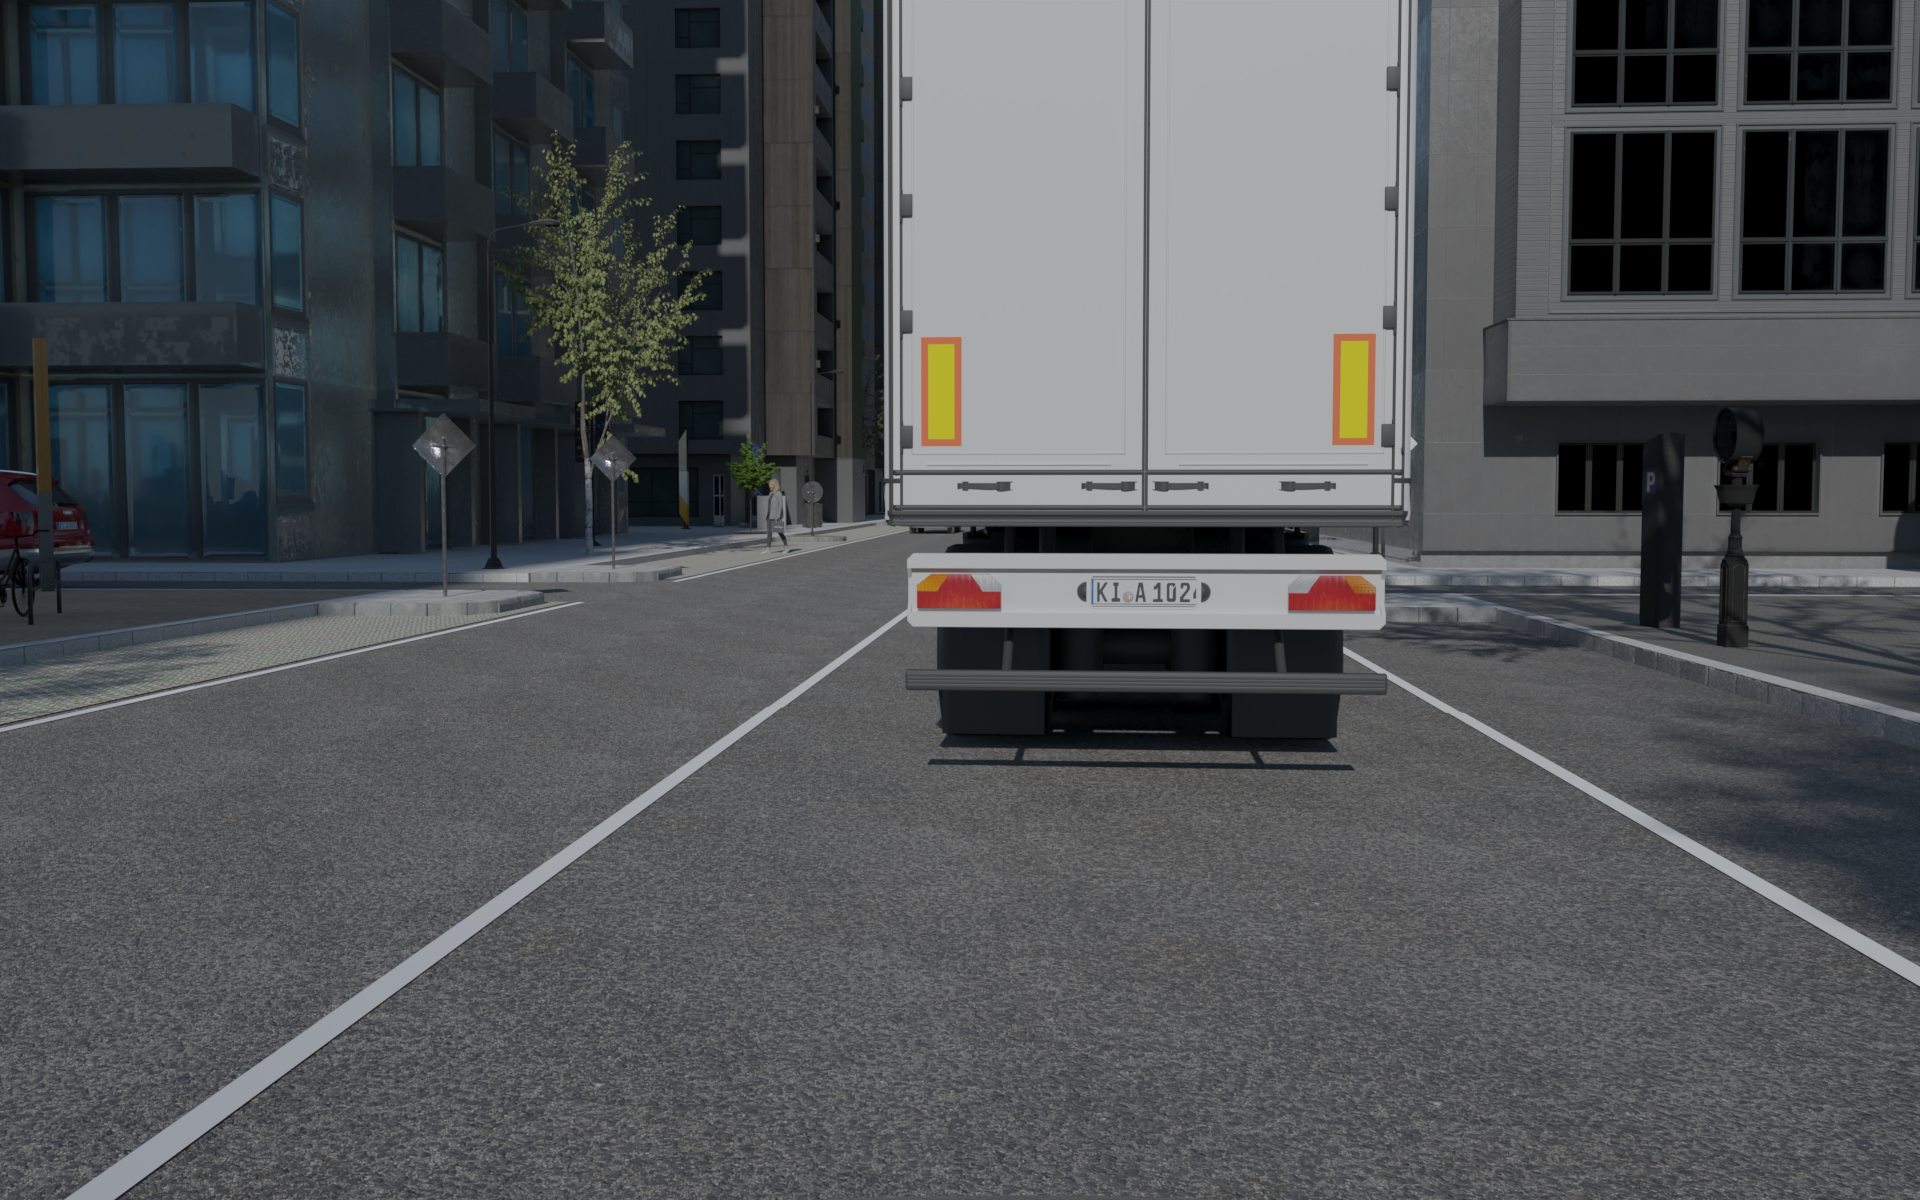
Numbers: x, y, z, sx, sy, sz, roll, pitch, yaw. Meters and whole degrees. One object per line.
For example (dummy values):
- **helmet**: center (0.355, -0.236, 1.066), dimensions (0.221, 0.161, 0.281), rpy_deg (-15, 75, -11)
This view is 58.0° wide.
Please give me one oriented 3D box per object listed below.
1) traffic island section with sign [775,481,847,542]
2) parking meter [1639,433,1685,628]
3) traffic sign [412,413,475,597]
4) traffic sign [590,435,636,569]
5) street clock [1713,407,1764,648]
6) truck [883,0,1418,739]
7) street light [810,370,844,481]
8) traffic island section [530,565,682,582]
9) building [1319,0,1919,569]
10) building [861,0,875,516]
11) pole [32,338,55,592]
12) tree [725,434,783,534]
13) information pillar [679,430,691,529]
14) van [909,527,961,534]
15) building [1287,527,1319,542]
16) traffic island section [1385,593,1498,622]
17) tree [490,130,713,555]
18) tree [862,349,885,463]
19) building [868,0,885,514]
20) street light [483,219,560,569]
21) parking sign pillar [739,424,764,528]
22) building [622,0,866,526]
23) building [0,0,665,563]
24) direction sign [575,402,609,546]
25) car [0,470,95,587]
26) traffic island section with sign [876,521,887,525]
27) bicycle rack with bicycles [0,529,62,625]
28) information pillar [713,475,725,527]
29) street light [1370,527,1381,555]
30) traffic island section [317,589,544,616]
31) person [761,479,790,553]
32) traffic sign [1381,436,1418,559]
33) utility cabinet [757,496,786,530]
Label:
- **traffic island section with sign**: center (-4.483, -2.682, 52.473), dimensions (1.989, 1.847, 2.006), rpy_deg (0, 4, 4)
- **parking meter**: center (6.778, -0.674, 16.733), dimensions (0.255, 1.863, 0.399), rpy_deg (0, 4, -5)
- **traffic sign**: center (-6.429, -1.097, 21.582), dimensions (0.795, 2.450, 0.064), rpy_deg (0, 4, 4)
- **traffic sign**: center (-5.919, -1.585, 29.551), dimensions (0.795, 2.450, 0.064), rpy_deg (0, 4, 4)
- **street clock**: center (6.495, -0.608, 14.505), dimensions (0.358, 2.002, 0.471), rpy_deg (0, 3, 0)
- **truck**: center (1.349, -1.504, 13.510), dimensions (2.839, 4.237, 11.283), rpy_deg (0, 4, 5)
- **street light**: center (-5.054, -5.657, 65.034), dimensions (1.470, 5.913, 1.316), rpy_deg (0, 4, 4)
- **traffic island section**: center (-5.943, -0.449, 29.614), dimensions (2.009, 0.180, 2.903), rpy_deg (0, 4, 4)
- **building**: center (23.227, -13.129, 33.731), dimensions (30.058, 24.678, 14.314), rpy_deg (0, 4, 4)
- **building**: center (-12.444, -27.272, 96.013), dimensions (14.600, 45.320, 14.200), rpy_deg (0, 4, 4)
- **pole**: center (-12.050, -1.769, 22.772), dimensions (0.158, 3.312, 0.155), rpy_deg (0, 3, 0)
- **tree**: center (-6.826, -3.735, 55.661), dimensions (1.663, 3.219, 1.824), rpy_deg (0, 3, 0)
- **information pillar**: center (-10.050, -4.387, 63.082), dimensions (0.504, 3.616, 0.183), rpy_deg (3, 5, 45)
- **van**: center (-0.899, -3.481, 63.924), dimensions (2.013, 2.044, 4.112), rpy_deg (0, 4, 5)
- **building**: center (19.712, -15.753, 62.081), dimensions (19.350, 26.468, 34.151), rpy_deg (0, 4, 4)
- **traffic island section**: center (5.115, 0.084, 20.903), dimensions (2.009, 0.180, 2.903), rpy_deg (0, 4, 4)
- **tree**: center (-7.515, -5.237, 35.985), dimensions (4.737, 8.622, 4.395), rpy_deg (0, 3, 0)
- **tree**: center (-5.113, -8.284, 85.800), dimensions (4.360, 8.622, 3.978), rpy_deg (0, 3, 0)
- **building**: center (-10.486, -26.188, 111.771), dimensions (14.154, 41.232, 14.086), rpy_deg (0, 4, 4)
- **street light**: center (-7.450, -3.482, 29.466), dimensions (1.470, 5.913, 1.316), rpy_deg (0, 4, 4)
- **parking sign pillar**: center (-7.774, -4.766, 66.400), dimensions (1.447, 3.967, 1.447), rpy_deg (-1, 4, -10)
- **building**: center (-11.906, -18.506, 74.275), dimensions (14.160, 30.474, 14.107), rpy_deg (0, 4, 4)
- **building**: center (-21.411, -25.958, 44.027), dimensions (23.786, 49.044, 30.456), rpy_deg (0, 4, 4)
- **direction sign**: center (-9.057, -3.101, 42.699), dimensions (0.876, 3.537, 0.379), rpy_deg (-2, 4, -35)
- **car**: center (-15.744, -1.043, 25.721), dimensions (5.304, 1.827, 2.281), rpy_deg (0, 4, 2)
- **traffic island section with sign**: center (-2.769, -4.327, 79.374), dimensions (1.989, 1.847, 2.006), rpy_deg (0, 4, 4)
- **bicycle rack with bicycles**: center (-10.306, -0.240, 17.300), dimensions (2.852, 0.926, 2.925), rpy_deg (-1, 4, -18)
- **information pillar**: center (-9.262, -3.796, 66.561), dimensions (0.304, 2.012, 0.304), rpy_deg (2, 4, 25)
- **street light**: center (7.290, -3.668, 32.511), dimensions (1.470, 5.913, 1.316), rpy_deg (0, 4, 4)
- **traffic island section**: center (-6.453, 0.039, 21.645), dimensions (2.009, 0.180, 2.903), rpy_deg (0, 4, 4)
- **person**: center (-4.387, -2.010, 41.550), dimensions (0.728, 1.800, 0.709), rpy_deg (-3, 4, -36)
- **traffic sign**: center (5.091, -1.051, 20.827), dimensions (0.795, 2.450, 0.064), rpy_deg (0, 4, 4)
- **utility cabinet**: center (-6.759, -3.118, 62.136), dimensions (1.020, 1.237, 0.306), rpy_deg (0, 4, 0)
